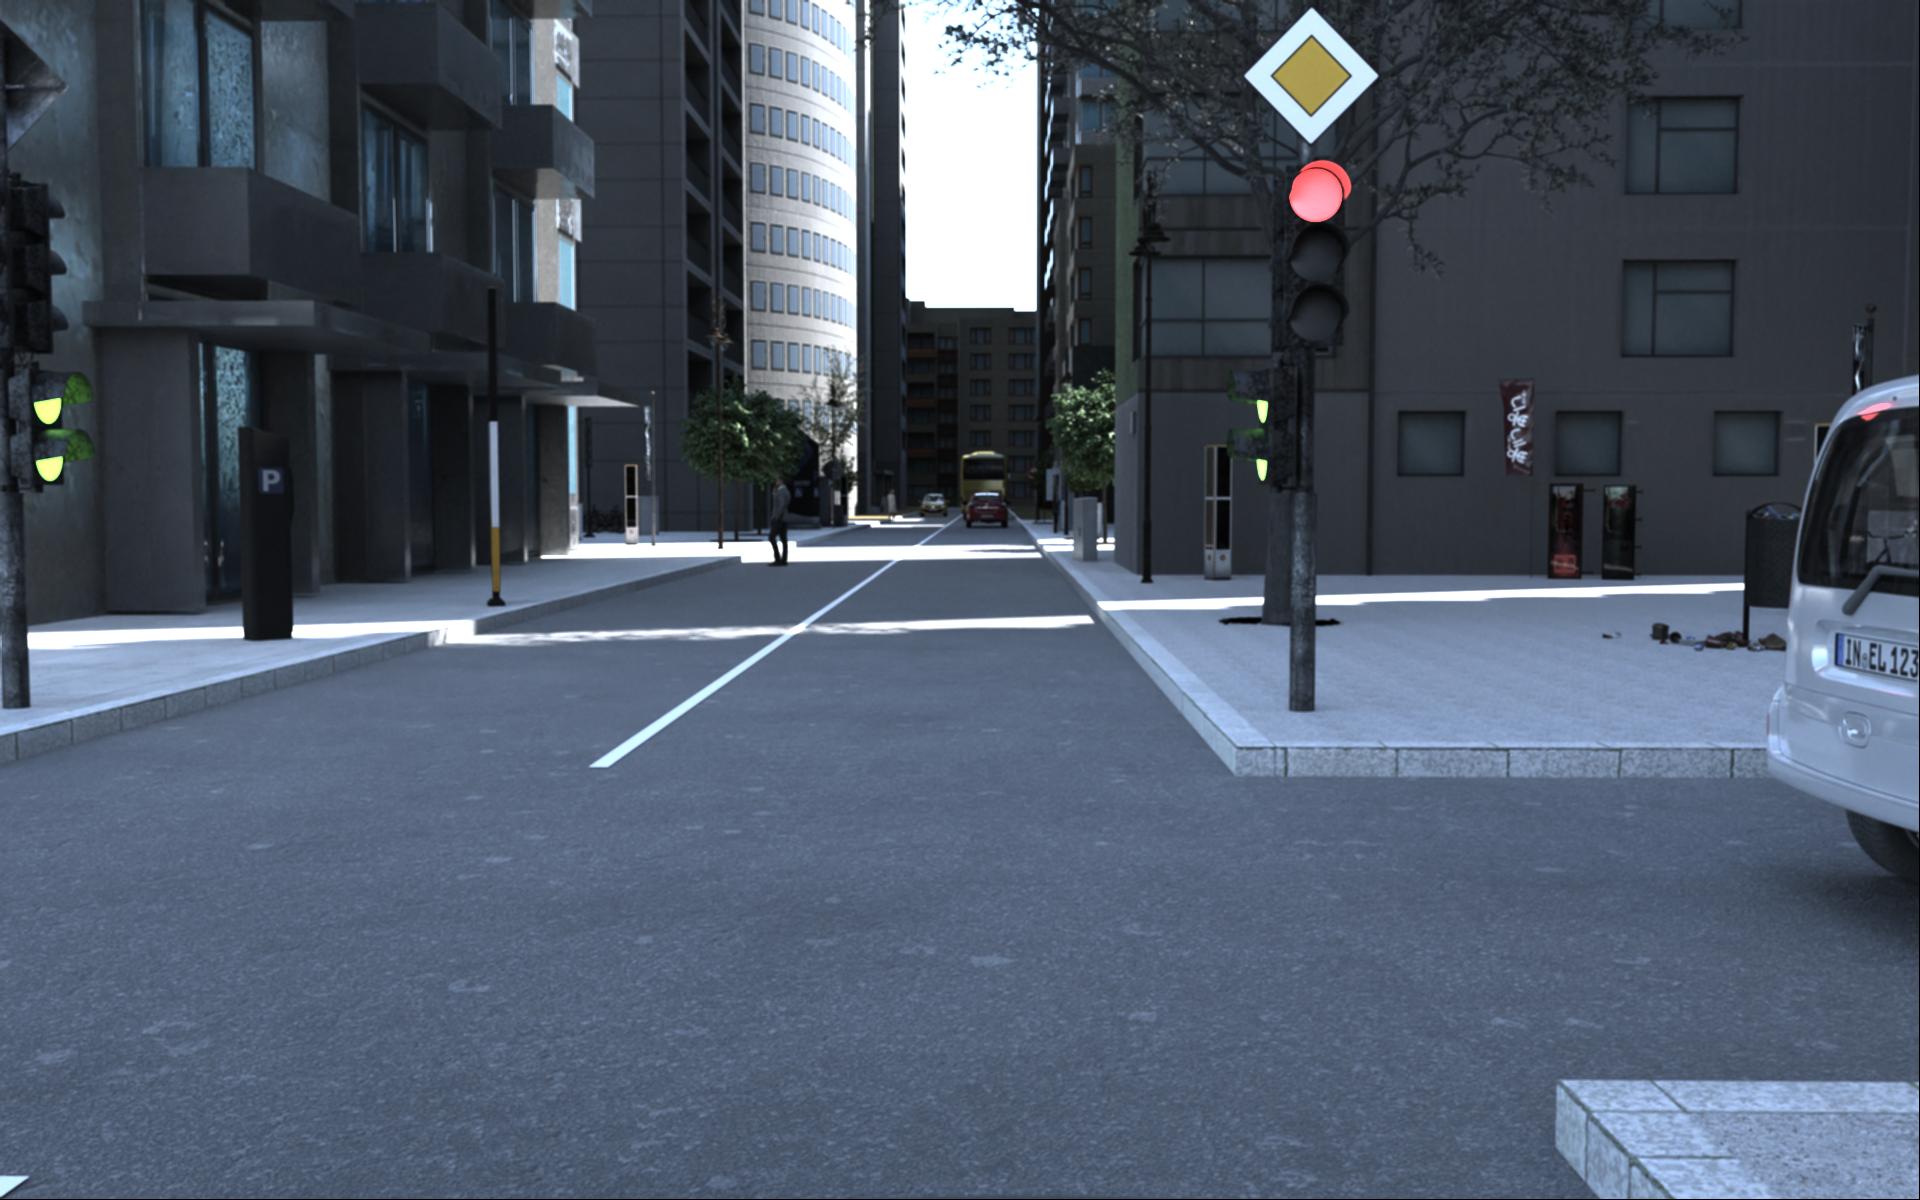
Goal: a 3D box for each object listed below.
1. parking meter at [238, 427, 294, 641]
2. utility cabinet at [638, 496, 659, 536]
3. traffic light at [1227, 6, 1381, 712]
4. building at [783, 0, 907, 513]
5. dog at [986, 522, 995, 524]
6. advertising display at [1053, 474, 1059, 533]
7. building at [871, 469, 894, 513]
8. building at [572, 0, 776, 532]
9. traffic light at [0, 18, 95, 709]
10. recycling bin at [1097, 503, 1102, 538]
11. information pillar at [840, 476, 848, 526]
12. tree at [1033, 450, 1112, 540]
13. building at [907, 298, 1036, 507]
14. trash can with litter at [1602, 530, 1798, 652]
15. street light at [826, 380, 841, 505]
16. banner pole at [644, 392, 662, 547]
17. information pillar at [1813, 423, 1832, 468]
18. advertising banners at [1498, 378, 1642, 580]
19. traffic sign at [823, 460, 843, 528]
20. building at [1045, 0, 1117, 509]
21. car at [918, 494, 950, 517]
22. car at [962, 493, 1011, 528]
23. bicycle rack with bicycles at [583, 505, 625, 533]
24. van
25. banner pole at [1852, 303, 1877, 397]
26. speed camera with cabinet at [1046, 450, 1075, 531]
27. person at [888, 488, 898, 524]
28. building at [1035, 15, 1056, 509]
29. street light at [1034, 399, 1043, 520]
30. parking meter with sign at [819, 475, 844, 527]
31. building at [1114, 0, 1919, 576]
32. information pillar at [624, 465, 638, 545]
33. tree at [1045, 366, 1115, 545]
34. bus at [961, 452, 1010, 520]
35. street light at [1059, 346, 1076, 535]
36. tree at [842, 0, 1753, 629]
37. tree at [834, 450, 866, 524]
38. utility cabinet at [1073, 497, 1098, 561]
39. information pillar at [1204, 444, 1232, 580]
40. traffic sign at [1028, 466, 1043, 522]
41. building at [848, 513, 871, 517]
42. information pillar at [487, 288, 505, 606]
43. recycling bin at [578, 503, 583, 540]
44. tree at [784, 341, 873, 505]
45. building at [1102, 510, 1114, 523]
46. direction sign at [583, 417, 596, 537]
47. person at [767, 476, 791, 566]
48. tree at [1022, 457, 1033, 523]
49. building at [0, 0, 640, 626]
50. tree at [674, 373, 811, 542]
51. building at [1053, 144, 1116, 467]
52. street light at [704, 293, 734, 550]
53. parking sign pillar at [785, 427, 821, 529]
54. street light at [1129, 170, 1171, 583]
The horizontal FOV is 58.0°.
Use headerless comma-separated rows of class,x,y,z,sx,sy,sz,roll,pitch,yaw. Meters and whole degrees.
parking meter,-6.107,-0.585,15.273,0.255,1.863,0.399,3,5,45
utility cabinet,-9.778,-2.616,53.932,0.306,1.237,1.020,2,4,24
traffic light,2.009,-1.299,10.156,0.839,4.253,0.868,0,4,1
building,-18.838,-37.136,149.177,28.212,58.520,21.231,0,4,1
dog,1.502,-3.927,84.400,0.550,0.427,0.748,1,4,10
advertising display,3.170,-3.181,57.228,0.123,1.923,0.974,1,4,8
building,-21.277,-26.551,125.992,32.217,40.220,23.993,0,4,1
building,-17.137,-38.464,67.144,20.563,71.187,20.611,0,4,1
traffic light,-5.651,-1.307,10.283,0.839,4.253,0.868,0,4,1
recycling bin,3.810,-2.366,51.241,0.722,1.027,0.722,1,4,13
information pillar,-4.603,-3.931,68.763,0.304,2.012,0.304,0,4,0
tree,3.355,-3.321,48.904,1.663,3.219,1.824,0,3,0
building,-5.439,-20.720,183.812,28.899,21.520,27.650,0,4,1
trash can with litter,6.622,-0.225,14.743,1.678,1.210,2.233,-3,4,-37
street light,-5.071,-5.908,69.377,0.468,5.910,1.993,0,4,1
banner pole,-7.619,-3.214,42.566,0.401,3.779,0.863,-2,4,-27
information pillar,9.035,-0.821,17.918,0.304,2.012,0.304,-2,4,-34
advertising banners,9.163,-1.828,26.072,2.074,3.025,0.090,1,4,20
traffic sign,-4.746,-3.960,64.852,0.768,2.556,0.104,0,4,7
building,17.746,-31.191,129.582,23.786,49.044,30.456,0,4,1
car,-1.666,-6.123,110.327,2.015,1.641,3.980,0,4,1
car,1.151,-4.039,75.081,2.155,1.783,4.494,0,4,0
bicycle rack with bicycles,-11.699,-2.667,56.988,2.925,0.926,2.852,0,4,-6
van,4.950,0.085,5.629,4.112,2.044,2.013,0,4,1
banner pole,11.805,-1.999,22.695,0.863,3.779,0.401,-3,5,-44
speed camera with cabinet,3.514,-4.056,60.647,0.660,3.252,2.038,1,4,17
person,-3.211,-4.452,82.040,0.466,1.731,0.760,0,4,7
building,13.743,-30.700,152.060,14.600,45.320,14.200,0,4,1
street light,3.809,-6.820,84.289,0.468,5.910,1.993,0,4,1
parking meter with sign,-5.379,-4.362,67.585,1.738,3.016,0.543,1,4,17
building,9.950,-21.366,32.930,14.154,41.232,14.086,0,4,1
information pillar,-8.253,-2.386,43.501,0.304,2.012,0.304,0,4,-8
tree,3.798,-3.720,44.535,4.285,4.588,4.351,0,3,0
bus,1.457,-6.625,99.870,2.896,3.916,12.252,0,4,2
street light,3.345,-4.985,54.298,0.468,5.910,1.993,0,4,1
tree,3.215,-6.494,16.551,12.009,13.543,11.850,0,3,0
tree,-5.098,-4.934,75.273,1.663,3.219,1.824,0,3,0
utility cabinet,2.409,-1.364,33.463,0.306,1.237,1.020,0,4,-7
information pillar,3.853,-1.306,25.840,0.304,2.012,0.304,-1,4,-22
traffic sign,3.399,-4.724,77.341,0.768,2.556,0.104,0,4,4
building,-16.621,-34.069,99.028,21.231,58.520,28.212,0,4,1
information pillar,-5.375,-1.749,19.948,0.183,3.616,0.504,-1,4,-17
recycling bin,-10.884,-2.179,48.179,0.722,1.027,0.722,-1,4,-8
tree,-6.037,-8.096,82.731,4.360,8.622,3.978,0,3,0
building,15.939,-46.183,67.765,22.319,86.520,31.000,0,4,1
direction sign,-11.001,-3.626,51.290,0.379,3.537,0.876,-1,4,-23
person,-3.620,-1.587,34.630,0.473,1.802,0.592,1,4,23
tree,3.524,-4.919,75.025,1.663,3.219,1.824,0,3,0
building,-18.418,-24.798,25.054,23.786,49.044,30.456,0,4,1
tree,-6.035,-3.858,46.797,4.285,4.588,4.351,0,3,0
building,19.731,-15.595,100.017,27.650,21.520,28.899,0,4,1
street light,-5.543,-4.108,39.955,0.468,5.910,1.993,0,4,1
parking sign pillar,-5.805,-4.578,63.317,1.447,3.967,1.447,2,4,27
street light,2.705,-3.186,24.880,0.468,5.910,1.993,0,4,1
